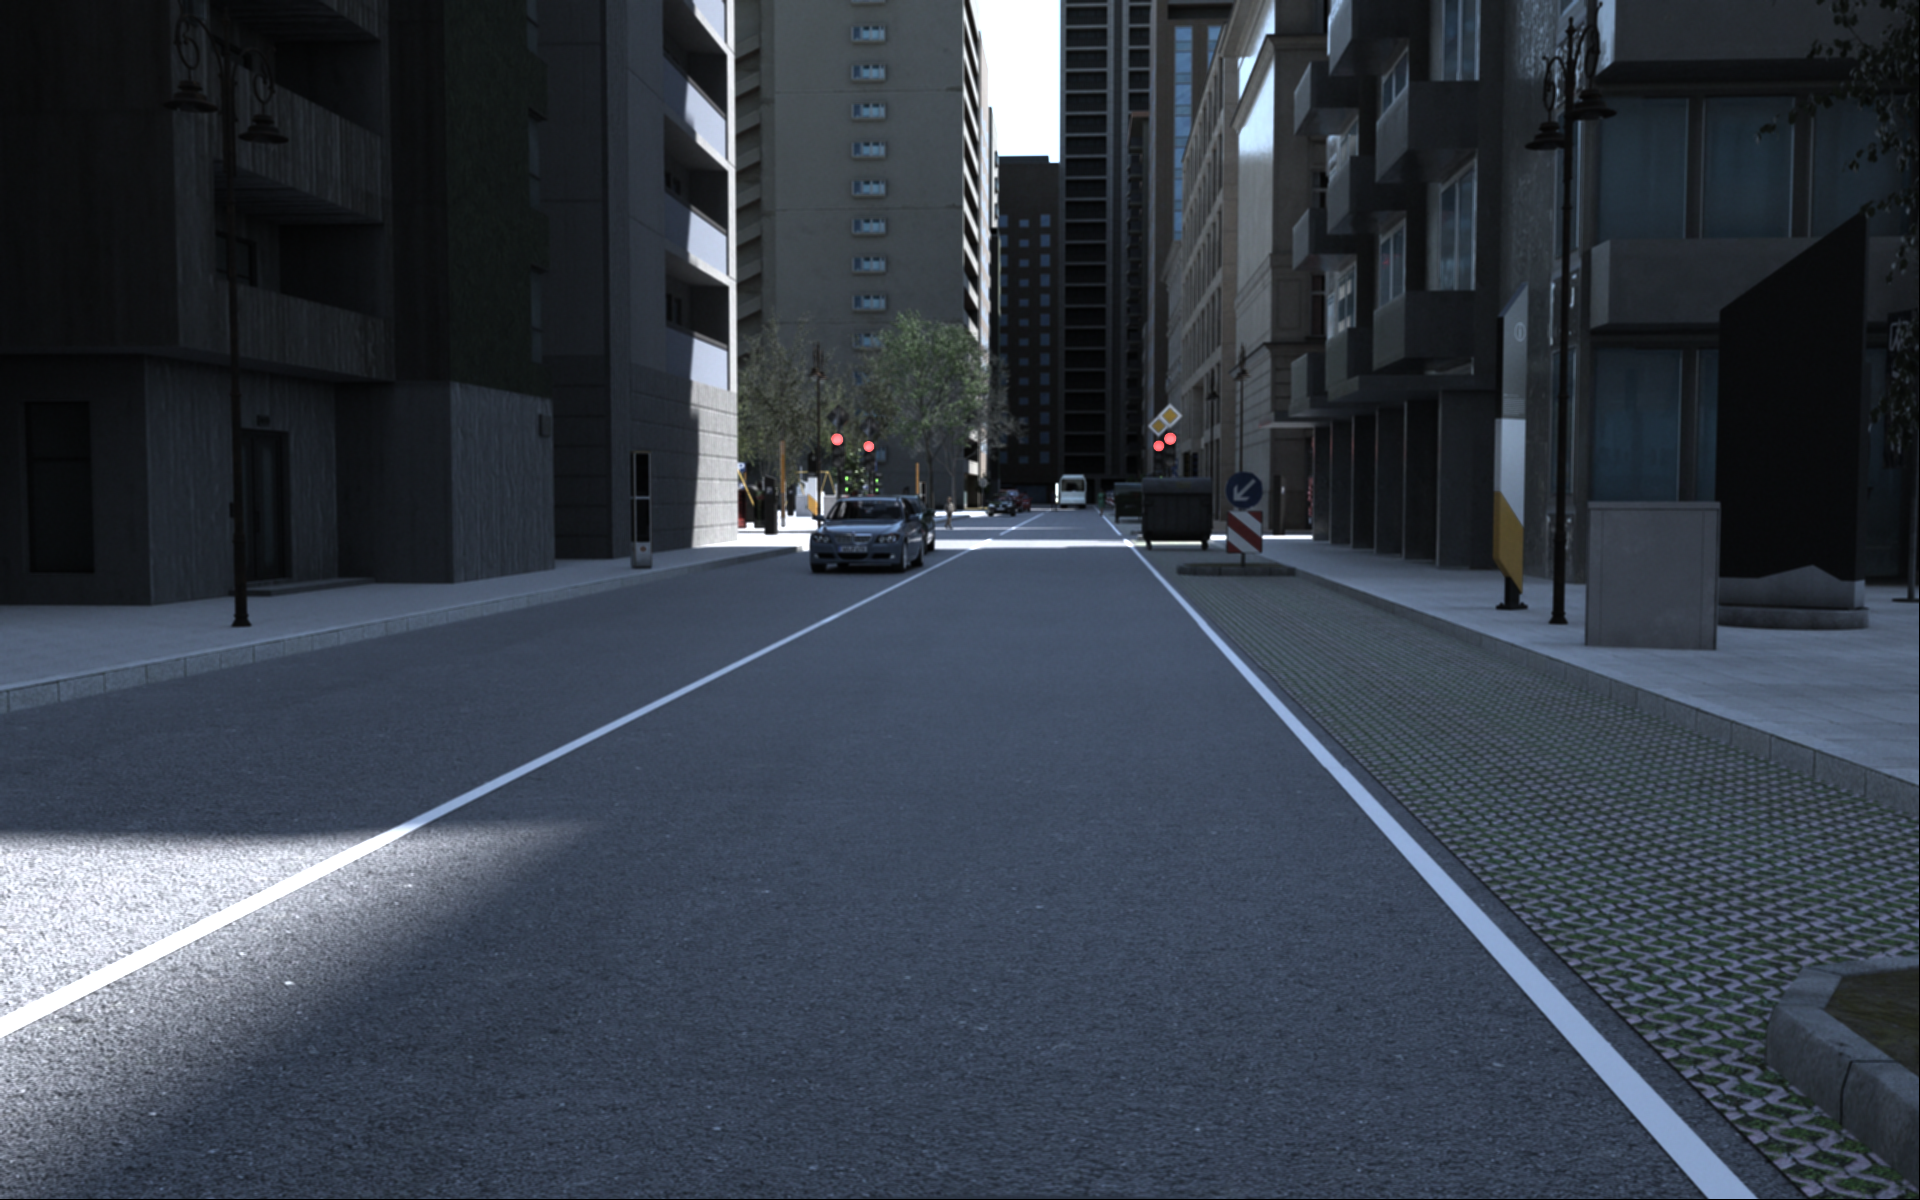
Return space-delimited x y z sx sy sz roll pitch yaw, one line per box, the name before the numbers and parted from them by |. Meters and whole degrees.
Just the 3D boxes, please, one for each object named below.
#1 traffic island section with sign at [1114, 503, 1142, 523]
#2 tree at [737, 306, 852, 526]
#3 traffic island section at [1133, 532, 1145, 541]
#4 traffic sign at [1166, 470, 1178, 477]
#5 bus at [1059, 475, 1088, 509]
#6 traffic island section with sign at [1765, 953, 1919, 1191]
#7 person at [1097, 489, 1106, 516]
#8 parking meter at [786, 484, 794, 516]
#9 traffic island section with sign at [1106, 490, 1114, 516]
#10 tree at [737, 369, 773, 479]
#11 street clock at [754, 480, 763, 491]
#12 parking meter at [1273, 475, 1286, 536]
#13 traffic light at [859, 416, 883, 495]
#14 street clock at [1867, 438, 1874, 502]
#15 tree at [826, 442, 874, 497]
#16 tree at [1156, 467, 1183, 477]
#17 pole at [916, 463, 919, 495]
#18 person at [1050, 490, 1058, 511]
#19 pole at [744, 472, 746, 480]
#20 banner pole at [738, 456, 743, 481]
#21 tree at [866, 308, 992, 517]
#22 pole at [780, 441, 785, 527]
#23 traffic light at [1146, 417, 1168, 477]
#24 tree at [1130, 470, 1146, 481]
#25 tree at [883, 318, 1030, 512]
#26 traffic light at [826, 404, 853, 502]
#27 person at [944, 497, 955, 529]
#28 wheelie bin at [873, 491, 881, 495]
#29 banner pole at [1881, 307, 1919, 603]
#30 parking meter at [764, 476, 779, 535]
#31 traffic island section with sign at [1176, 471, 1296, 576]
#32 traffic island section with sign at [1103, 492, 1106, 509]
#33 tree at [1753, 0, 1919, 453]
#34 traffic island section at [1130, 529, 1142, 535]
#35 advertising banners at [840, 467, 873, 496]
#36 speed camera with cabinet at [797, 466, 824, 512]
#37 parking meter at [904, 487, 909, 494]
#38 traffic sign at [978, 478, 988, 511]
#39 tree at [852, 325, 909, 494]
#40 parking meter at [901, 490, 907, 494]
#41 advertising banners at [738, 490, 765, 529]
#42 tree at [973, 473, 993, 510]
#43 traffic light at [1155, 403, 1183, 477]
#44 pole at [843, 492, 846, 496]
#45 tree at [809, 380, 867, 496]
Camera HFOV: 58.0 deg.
traffic island section with sign | 8.836 -4.761 86.478 1.989 1.847 2.006 0 4 4
tree | -6.763 -7.238 68.706 4.360 8.622 3.978 0 3 0
traffic island section | 6.494 -1.917 53.630 2.009 0.180 2.903 0 4 4
traffic sign | 10.555 -5.312 86.959 0.768 2.556 0.104 1 4 10
bus | 11.376 -10.934 173.625 2.948 3.499 13.247 0 4 4
traffic island section with sign | 2.978 0.296 3.791 1.989 1.847 2.006 0 4 4
person | 9.264 -6.403 113.442 0.600 1.795 0.529 1 4 13
parking meter | -9.914 -5.832 101.061 0.399 1.863 0.255 -1 4 -19
traffic island section with sign | 10.741 -6.406 113.366 1.989 1.847 2.006 0 4 4
tree | -12.665 -9.041 98.181 4.737 8.622 4.395 0 3 0
street clock | -10.442 -5.229 90.063 0.471 2.002 0.358 2 4 35
parking meter | 9.870 -2.926 53.550 0.255 1.863 0.399 3 4 37
traffic light | -3.217 -4.481 62.190 0.839 4.253 0.868 0 4 4
street clock | 9.832 -0.885 19.034 0.358 2.002 0.471 2 4 23
tree | -4.012 -4.253 64.131 1.663 3.219 1.824 0 3 0
tree | 11.813 -6.290 97.435 1.663 3.219 1.824 0 3 0
pole | -2.784 -7.283 112.928 0.158 3.312 0.155 0 3 0
person | 7.958 -8.363 145.685 0.683 1.767 0.568 -3 5 -39
pole | -15.932 -8.236 128.508 0.158 3.312 0.155 0 3 0
banner pole | -14.556 -7.640 114.923 0.401 3.779 0.863 1 4 22
tree | -1.768 -10.514 97.652 9.928 11.665 9.643 0 3 0
pole | -6.810 -4.448 66.562 0.158 3.312 0.155 0 3 0
traffic light | 7.020 -4.438 61.484 0.839 4.253 0.868 0 4 4
tree | 14.637 -8.796 138.421 1.663 3.219 1.824 0 3 0
tree | -0.519 -12.947 122.059 12.009 13.543 11.850 0 3 0
traffic light | -3.782 -3.994 54.225 0.839 4.253 0.868 0 4 4
person | -0.429 -3.552 70.848 0.475 1.303 0.640 -3 5 -41
wheelie bin | -6.001 -7.101 124.015 0.693 1.594 0.980 0 4 -7
banner pole | 11.314 -1.880 20.756 0.401 3.779 0.863 0 4 -5
parking meter | -5.942 -2.989 54.585 0.399 1.863 0.255 1 4 18
traffic island section with sign | 4.899 -1.366 30.968 1.989 1.847 2.006 0 4 4
traffic island section with sign | 16.235 -11.154 190.995 1.989 1.847 2.006 0 4 4
tree | 6.621 -3.706 10.950 4.360 8.622 3.978 0 3 0
traffic island section | 7.059 -2.405 61.595 2.009 0.180 2.903 0 4 4
advertising banners | -4.915 -5.158 80.514 2.074 3.025 0.090 2 4 31
speed camera with cabinet | -10.652 -7.900 123.504 2.038 3.252 0.660 2 4 29
parking meter | -4.161 -7.849 134.036 0.399 1.863 0.255 1 4 15
traffic sign | 1.781 -8.226 134.597 0.768 2.556 0.104 1 4 14
tree | -4.024 -7.683 75.974 4.360 8.622 3.978 0 3 0
parking meter | -3.547 -6.216 110.048 0.372 1.533 0.369 0 3 0
advertising banners | -8.158 -4.167 64.317 2.074 3.025 0.090 -1 4 -14
tree | 2.092 -9.108 143.518 1.663 3.219 1.824 0 3 0
traffic light | 6.455 -3.951 53.519 0.839 4.253 0.868 0 4 4
pole | -5.714 -5.607 85.525 0.158 3.312 0.155 0 3 0
tree | -7.715 -9.782 110.290 4.737 8.622 4.395 0 3 0
